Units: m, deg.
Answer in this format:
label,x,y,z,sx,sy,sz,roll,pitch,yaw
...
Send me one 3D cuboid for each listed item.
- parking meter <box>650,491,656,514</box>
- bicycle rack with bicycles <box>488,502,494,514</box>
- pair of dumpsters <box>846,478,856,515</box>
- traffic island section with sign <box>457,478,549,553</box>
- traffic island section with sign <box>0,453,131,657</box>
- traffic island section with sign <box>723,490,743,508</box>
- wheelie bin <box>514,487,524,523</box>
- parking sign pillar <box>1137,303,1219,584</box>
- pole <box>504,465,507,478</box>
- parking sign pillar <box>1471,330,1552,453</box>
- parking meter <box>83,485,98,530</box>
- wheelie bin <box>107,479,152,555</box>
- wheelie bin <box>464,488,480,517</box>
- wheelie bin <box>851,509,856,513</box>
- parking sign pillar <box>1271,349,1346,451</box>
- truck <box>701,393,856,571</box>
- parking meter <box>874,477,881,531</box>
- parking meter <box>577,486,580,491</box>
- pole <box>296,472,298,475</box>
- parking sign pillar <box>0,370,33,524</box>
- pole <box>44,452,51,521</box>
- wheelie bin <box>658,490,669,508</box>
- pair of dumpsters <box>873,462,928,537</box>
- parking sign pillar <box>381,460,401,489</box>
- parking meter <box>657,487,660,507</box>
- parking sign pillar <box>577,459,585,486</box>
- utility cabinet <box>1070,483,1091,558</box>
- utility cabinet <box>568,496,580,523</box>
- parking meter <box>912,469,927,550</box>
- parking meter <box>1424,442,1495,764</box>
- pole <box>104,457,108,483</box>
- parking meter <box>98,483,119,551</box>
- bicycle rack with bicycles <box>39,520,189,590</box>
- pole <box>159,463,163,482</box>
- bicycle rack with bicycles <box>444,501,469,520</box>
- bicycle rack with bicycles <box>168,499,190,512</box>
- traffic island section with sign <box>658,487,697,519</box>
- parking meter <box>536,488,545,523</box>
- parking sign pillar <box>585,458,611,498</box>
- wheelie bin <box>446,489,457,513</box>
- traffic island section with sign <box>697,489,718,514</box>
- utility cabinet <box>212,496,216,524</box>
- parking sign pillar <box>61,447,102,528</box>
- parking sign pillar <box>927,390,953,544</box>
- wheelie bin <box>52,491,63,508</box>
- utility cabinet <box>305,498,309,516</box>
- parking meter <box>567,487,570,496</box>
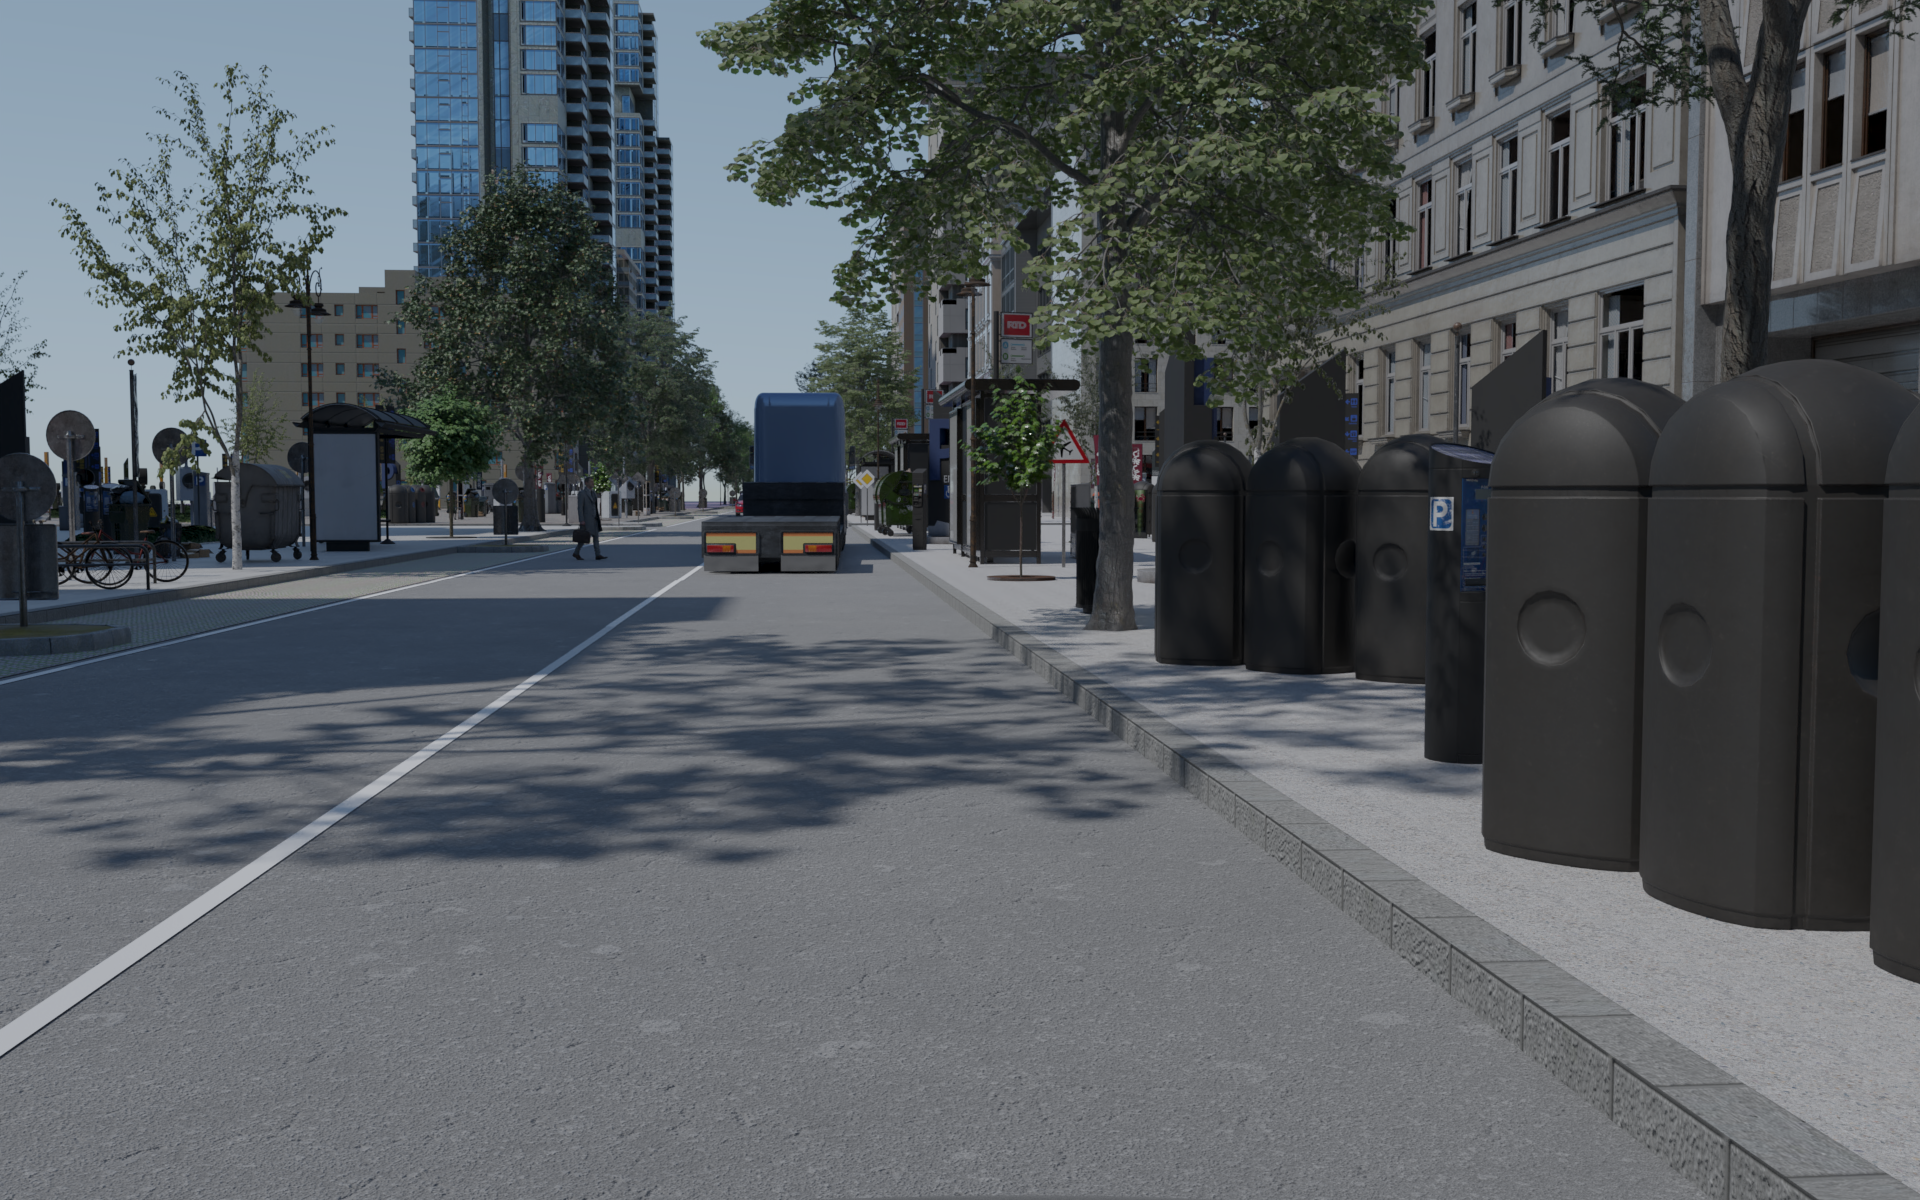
label,x,y,z,sx,sy,sz,roll,pitch,yaw
parking meter,-19.714,-6.212,109.970,0.372,1.533,0.369,0,3,0
bicycle rack with bicycles,-30.943,-6.086,112.889,2.852,0.926,2.925,2,4,33
pair of dumpsters,-6.534,-6.518,109.069,1.574,2.255,4.437,0,4,-5
traffic island section with sign,-11.269,-2.095,42.876,1.989,1.847,2.006,0,4,-5
traffic island section with sign,-8.900,-0.452,16.025,1.989,1.847,2.006,0,4,-5
traffic island section with sign,-23.100,-10.260,176.378,1.989,1.847,2.006,0,4,-5
wheelie bin,-19.657,-4.298,78.179,0.980,1.594,0.693,-2,4,-27
parking sign pillar,3.306,-2.244,25.158,1.447,3.967,1.447,0,4,-5
pole,-31.361,-7.689,119.552,0.158,3.312,0.155,0,3,0
parking sign pillar,9.253,-2.483,29.067,1.447,3.967,1.447,-3,5,-43
parking meter,-23.250,-2.323,46.391,0.372,1.533,0.369,0,3,0
wheelie bin,-17.699,-1.774,36.918,0.980,1.594,0.693,2,4,30
wheelie bin,-26.815,-5.339,95.203,0.693,1.594,0.980,2,4,29
wheelie bin,-7.243,-6.577,115.439,0.980,1.594,0.693,-1,4,-18
parking sign pillar,6.458,-2.672,32.163,1.447,3.967,1.447,-1,4,-12
truck,-3.932,-3.083,40.173,2.967,4.110,18.799,0,4,-3
parking meter,-2.804,-3.371,60.820,0.399,1.863,0.255,-1,4,-14
parking meter,-28.930,-7.708,131.743,0.399,1.863,0.255,-3,5,-45
pole,-50.341,-8.427,131.630,0.158,3.312,0.155,0,3,0
parking sign pillar,-20.961,-3.007,37.632,1.447,3.967,1.447,-1,4,-15
pole,-44.084,-5.494,83.663,0.158,3.312,0.155,0,3,0
wheelie bin,-24.778,-8.373,144.808,0.980,1.594,0.693,-1,4,-11
pair of dumpsters,-1.860,-3.159,54.151,1.574,2.255,4.437,0,4,-5
parking sign pillar,-35.504,-7.318,108.118,1.447,3.967,1.447,2,4,31
parking meter,-25.722,-8.709,148.096,0.255,1.863,0.399,0,4,1
parking sign pillar,-29.501,-8.991,135.474,1.447,3.967,1.447,1,4,9
utility cabinet,2.394,-1.590,34.676,0.318,1.500,1.173,0,4,-1
utility cabinet,-16.718,-3.984,76.301,1.020,1.237,0.306,0,4,-6
parking meter,-0.926,-2.079,39.711,0.255,1.863,0.399,1,4,15
parking meter,2.443,0.003,8.357,0.372,1.533,0.369,0,3,0
pole,-47.552,-6.280,96.522,0.158,3.312,0.155,0,3,0
parking meter,-19.265,-1.890,39.316,0.372,1.533,0.369,0,3,0
bicycle rack with bicycles,-12.215,-0.632,23.714,2.925,0.926,2.852,-1,4,-21
pole,-47.250,-6.647,102.519,0.158,3.312,0.155,0,3,0
bicycle rack with bicycles,-25.665,-4.444,86.046,2.852,0.926,2.925,0,4,-6
bicycle rack with bicycles,-38.739,-4.217,82.336,2.852,0.926,2.925,1,4,19
traffic island section with sign,-16.279,-5.546,99.307,1.989,1.847,2.006,0,4,-5
parking meter,-18.836,-4.247,77.849,0.372,1.533,0.369,0,3,0
parking sign pillar,-25.856,-8.345,124.910,1.447,3.967,1.447,0,4,8
wheelie bin,-33.804,-6.569,115.304,0.693,1.594,0.980,0,4,1
traffic island section with sign,-18.658,-7.188,126.158,1.989,1.847,2.006,0,4,-5
utility cabinet,-31.952,-3.926,75.347,1.020,1.237,0.306,-2,4,-29
parking sign pillar,-33.564,-4.754,66.193,1.447,3.967,1.447,-1,4,-13
parking sign pillar,-0.167,-3.439,44.694,1.447,3.967,1.447,2,4,29
wheelie bin,-62.635,-6.869,120.216,0.693,1.594,0.980,-1,4,-13
utility cabinet,-37.116,-5.445,97.706,0.318,1.500,1.173,0,4,8
parking meter,-32.314,-8.369,142.544,0.399,1.863,0.255,3,5,45
